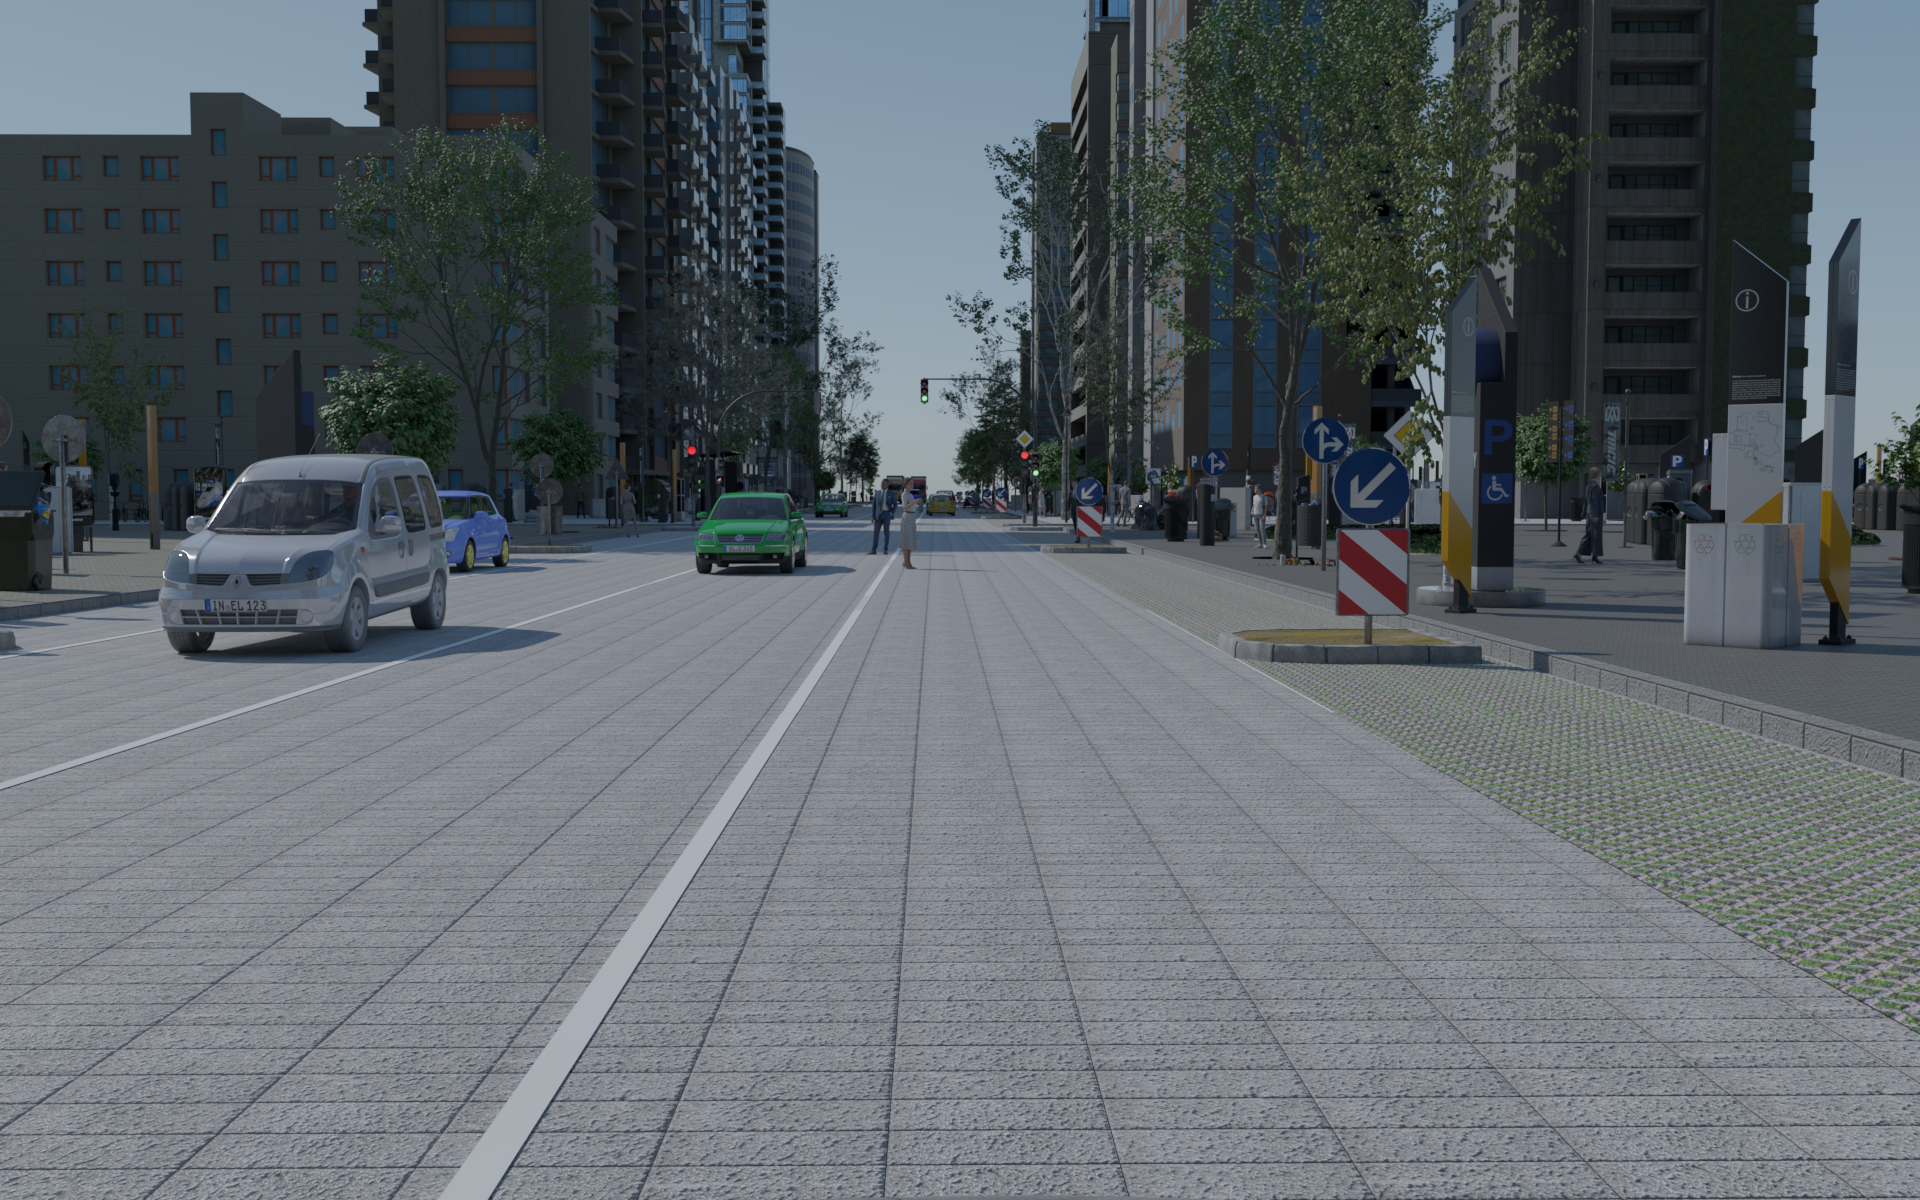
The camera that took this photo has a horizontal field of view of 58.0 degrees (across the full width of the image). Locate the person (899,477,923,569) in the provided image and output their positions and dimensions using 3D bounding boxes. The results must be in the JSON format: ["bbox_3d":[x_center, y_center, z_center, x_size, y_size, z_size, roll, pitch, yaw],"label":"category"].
[{"bbox_3d":[-0.906,-1.466,33.043,0.524,1.755,0.480,1,4,17],"label":"person"}]

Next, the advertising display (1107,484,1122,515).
[{"bbox_3d":[9.631,-6.286,107.983,0.974,1.923,0.123,1,4,10],"label":"advertising display"}]

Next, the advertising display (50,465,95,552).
[{"bbox_3d":[-19.639,-2.027,38.356,0.123,1.923,0.974,2,4,25],"label":"advertising display"}]

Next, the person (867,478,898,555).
[{"bbox_3d":[-1.836,-1.977,41.004,0.721,1.800,0.419,0,4,4],"label":"person"}]

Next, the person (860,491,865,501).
[{"bbox_3d":[-17.433,-18.334,305.941,1.348,1.807,0.705,-1,4,-17],"label":"person"}]

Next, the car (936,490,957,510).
[{"bbox_3d":[-1.371,-9.093,157.345,2.281,1.827,5.304,0,4,0],"label":"car"}]

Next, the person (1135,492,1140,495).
[{"bbox_3d":[11.618,-6.544,112.839,0.447,1.846,0.655,0,3,0],"label":"person"}]

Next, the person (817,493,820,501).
[{"bbox_3d":[-20.132,-14.687,246.972,0.445,1.727,0.742,0,4,-3],"label":"person"}]

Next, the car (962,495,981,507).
[{"bbox_3d":[1.223,-10.440,183.267,1.945,1.354,3.894,0,4,-1],"label":"car"}]

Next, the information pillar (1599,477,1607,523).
[{"bbox_3d":[28.076,-4.353,75.664,0.304,2.012,0.304,0,4,8],"label":"information pillar"}]

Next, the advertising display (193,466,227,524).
[{"bbox_3d":[-17.586,-2.169,40.673,0.974,1.923,0.123,2,4,26],"label":"advertising display"}]

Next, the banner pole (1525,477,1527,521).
[{"bbox_3d":[26.530,-5.572,81.123,0.401,3.779,0.863,1,4,16],"label":"banner pole"}]

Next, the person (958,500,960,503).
[{"bbox_3d":[-0.023,-16.689,282.041,0.621,1.740,0.551,-2,4,-29],"label":"person"}]

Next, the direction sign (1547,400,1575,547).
[{"bbox_3d":[14.648,-3.074,42.265,0.379,3.537,0.876,-2,4,-24],"label":"direction sign"}]

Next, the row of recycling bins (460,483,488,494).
[{"bbox_3d":[-17.936,-3.475,63.937,1.069,1.692,3.534,-1,4,-15],"label":"row of recycling bins"}]

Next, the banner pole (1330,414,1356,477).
[{"bbox_3d":[12.037,-3.919,54.100,0.401,3.779,0.863,-3,4,-39],"label":"banner pole"}]

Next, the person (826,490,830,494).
[{"bbox_3d":[-15.320,-12.027,202.678,1.348,1.824,0.705,0,4,1],"label":"person"}]

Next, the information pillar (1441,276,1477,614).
[{"bbox_3d":[5.354,-1.664,18.567,0.504,3.616,0.183,-3,5,-42],"label":"information pillar"}]

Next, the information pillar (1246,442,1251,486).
[{"bbox_3d":[12.939,-5.284,77.743,0.183,3.616,0.504,0,4,-3],"label":"information pillar"}]

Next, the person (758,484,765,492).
[{"bbox_3d":[-6.589,-2.948,57.100,0.834,1.777,0.661,-1,4,-13],"label":"person"}]

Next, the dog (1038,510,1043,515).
[{"bbox_3d":[5.006,-5.436,106.619,0.550,0.427,0.748,-2,4,-31],"label":"dog"}]

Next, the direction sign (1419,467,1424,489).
[{"bbox_3d":[37.972,-9.181,142.103,0.379,3.537,0.876,-2,4,-35],"label":"direction sign"}]

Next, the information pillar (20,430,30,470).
[{"bbox_3d":[-34.307,-4.420,63.617,0.183,3.616,0.504,0,4,-3],"label":"information pillar"}]

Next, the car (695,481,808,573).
[{"bbox_3d":[-3.892,-1.461,32.681,1.959,1.807,4.718,0,4,-1],"label":"car"}]

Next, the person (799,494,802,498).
[{"bbox_3d":[-23.470,-15.279,255.484,0.705,1.869,1.348,-2,4,-32],"label":"person"}]

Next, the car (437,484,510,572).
[{"bbox_3d":[-9.792,-1.422,32.847,1.945,1.707,3.694,0,4,0],"label":"car"}]

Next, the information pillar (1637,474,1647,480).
[{"bbox_3d":[24.699,-3.565,62.785,0.304,2.012,0.304,1,4,9],"label":"information pillar"}]

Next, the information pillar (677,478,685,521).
[{"bbox_3d":[-13.127,-4.699,81.312,0.304,2.012,0.304,1,4,23],"label":"information pillar"}]

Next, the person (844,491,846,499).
[{"bbox_3d":[-17.815,-16.000,268.305,0.621,1.740,0.551,-2,4,-29],"label":"person"}]

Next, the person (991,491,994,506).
[{"bbox_3d":[3.608,-11.342,192.960,0.415,1.643,0.593,0,4,0],"label":"person"}]

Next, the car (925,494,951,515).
[{"bbox_3d":[-1.508,-6.948,122.390,1.959,1.807,4.718,0,4,-2],"label":"car"}]

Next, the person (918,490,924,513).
[{"bbox_3d":[-3.019,-7.632,133.840,0.362,1.759,0.519,3,5,42],"label":"person"}]

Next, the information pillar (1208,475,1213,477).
[{"bbox_3d":[14.207,-6.497,97.578,0.183,3.616,0.504,-3,5,-40],"label":"information pillar"}]

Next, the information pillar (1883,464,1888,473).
[{"bbox_3d":[63.622,-7.808,119.017,0.504,3.616,0.183,1,4,15],"label":"information pillar"}]

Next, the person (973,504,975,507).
[{"bbox_3d":[1.382,-10.322,177.242,0.705,1.826,1.348,0,4,4],"label":"person"}]

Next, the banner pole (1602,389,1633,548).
[{"bbox_3d":[15.688,-3.139,41.332,0.863,3.779,0.401,-1,4,-10],"label":"banner pole"}]

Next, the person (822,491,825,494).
[{"bbox_3d":[-20.477,-15.593,260.848,0.709,1.838,0.599,3,5,42],"label":"person"}]

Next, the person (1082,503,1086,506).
[{"bbox_3d":[7.603,-6.136,106.459,0.391,1.810,0.635,3,5,41],"label":"person"}]

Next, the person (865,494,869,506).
[{"bbox_3d":[-11.172,-12.031,208.423,0.599,1.433,0.991,-2,4,-31],"label":"person"}]

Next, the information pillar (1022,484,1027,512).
[{"bbox_3d":[4.597,-7.225,122.628,0.304,2.012,0.304,-1,4,-23],"label":"information pillar"}]

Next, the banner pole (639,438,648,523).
[{"bbox_3d":[-14.372,-5.396,78.238,0.401,3.779,0.863,-2,4,-25],"label":"banner pole"}]

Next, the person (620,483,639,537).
[{"bbox_3d":[-10.923,-2.963,57.284,0.599,1.781,0.374,0,4,-7],"label":"person"}]

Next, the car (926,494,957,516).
[{"bbox_3d":[-1.204,-6.303,113.283,2.015,1.641,3.980,0,4,-2],"label":"car"}]

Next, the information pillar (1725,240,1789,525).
[{"bbox_3d":[7.321,-1.505,15.965,0.504,3.616,0.183,3,4,37],"label":"information pillar"}]

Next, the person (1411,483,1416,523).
[{"bbox_3d":[20.362,-4.391,78.021,0.473,1.802,0.592,2,4,33],"label":"person"}]

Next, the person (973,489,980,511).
[{"bbox_3d":[1.199,-7.267,127.666,0.444,1.785,0.601,-2,4,-33],"label":"person"}]

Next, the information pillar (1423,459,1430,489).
[{"bbox_3d":[31.088,-7.593,115.493,0.504,3.616,0.183,-2,4,-33],"label":"information pillar"}]

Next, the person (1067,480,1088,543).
[{"bbox_3d":[3.400,-2.576,50.394,0.659,1.850,0.755,2,4,24],"label":"person"}]

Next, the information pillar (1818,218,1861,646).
[{"bbox_3d":[7.441,-1.424,14.644,0.504,3.616,0.183,-3,5,-43],"label":"information pillar"}]

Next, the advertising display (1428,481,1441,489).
[{"bbox_3d":[23.903,-4.974,86.539,0.974,1.923,0.123,1,4,9],"label":"advertising display"}]

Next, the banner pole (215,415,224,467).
[{"bbox_3d":[-23.290,-3.945,54.520,0.401,3.779,0.863,0,4,-5],"label":"banner pole"}]

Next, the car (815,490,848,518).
[{"bbox_3d":[-7.855,-5.948,106.038,1.959,1.807,4.718,0,4,1],"label":"car"}]

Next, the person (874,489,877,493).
[{"bbox_3d":[-7.034,-8.486,147.268,0.620,1.820,0.660,-2,4,-27],"label":"person"}]
